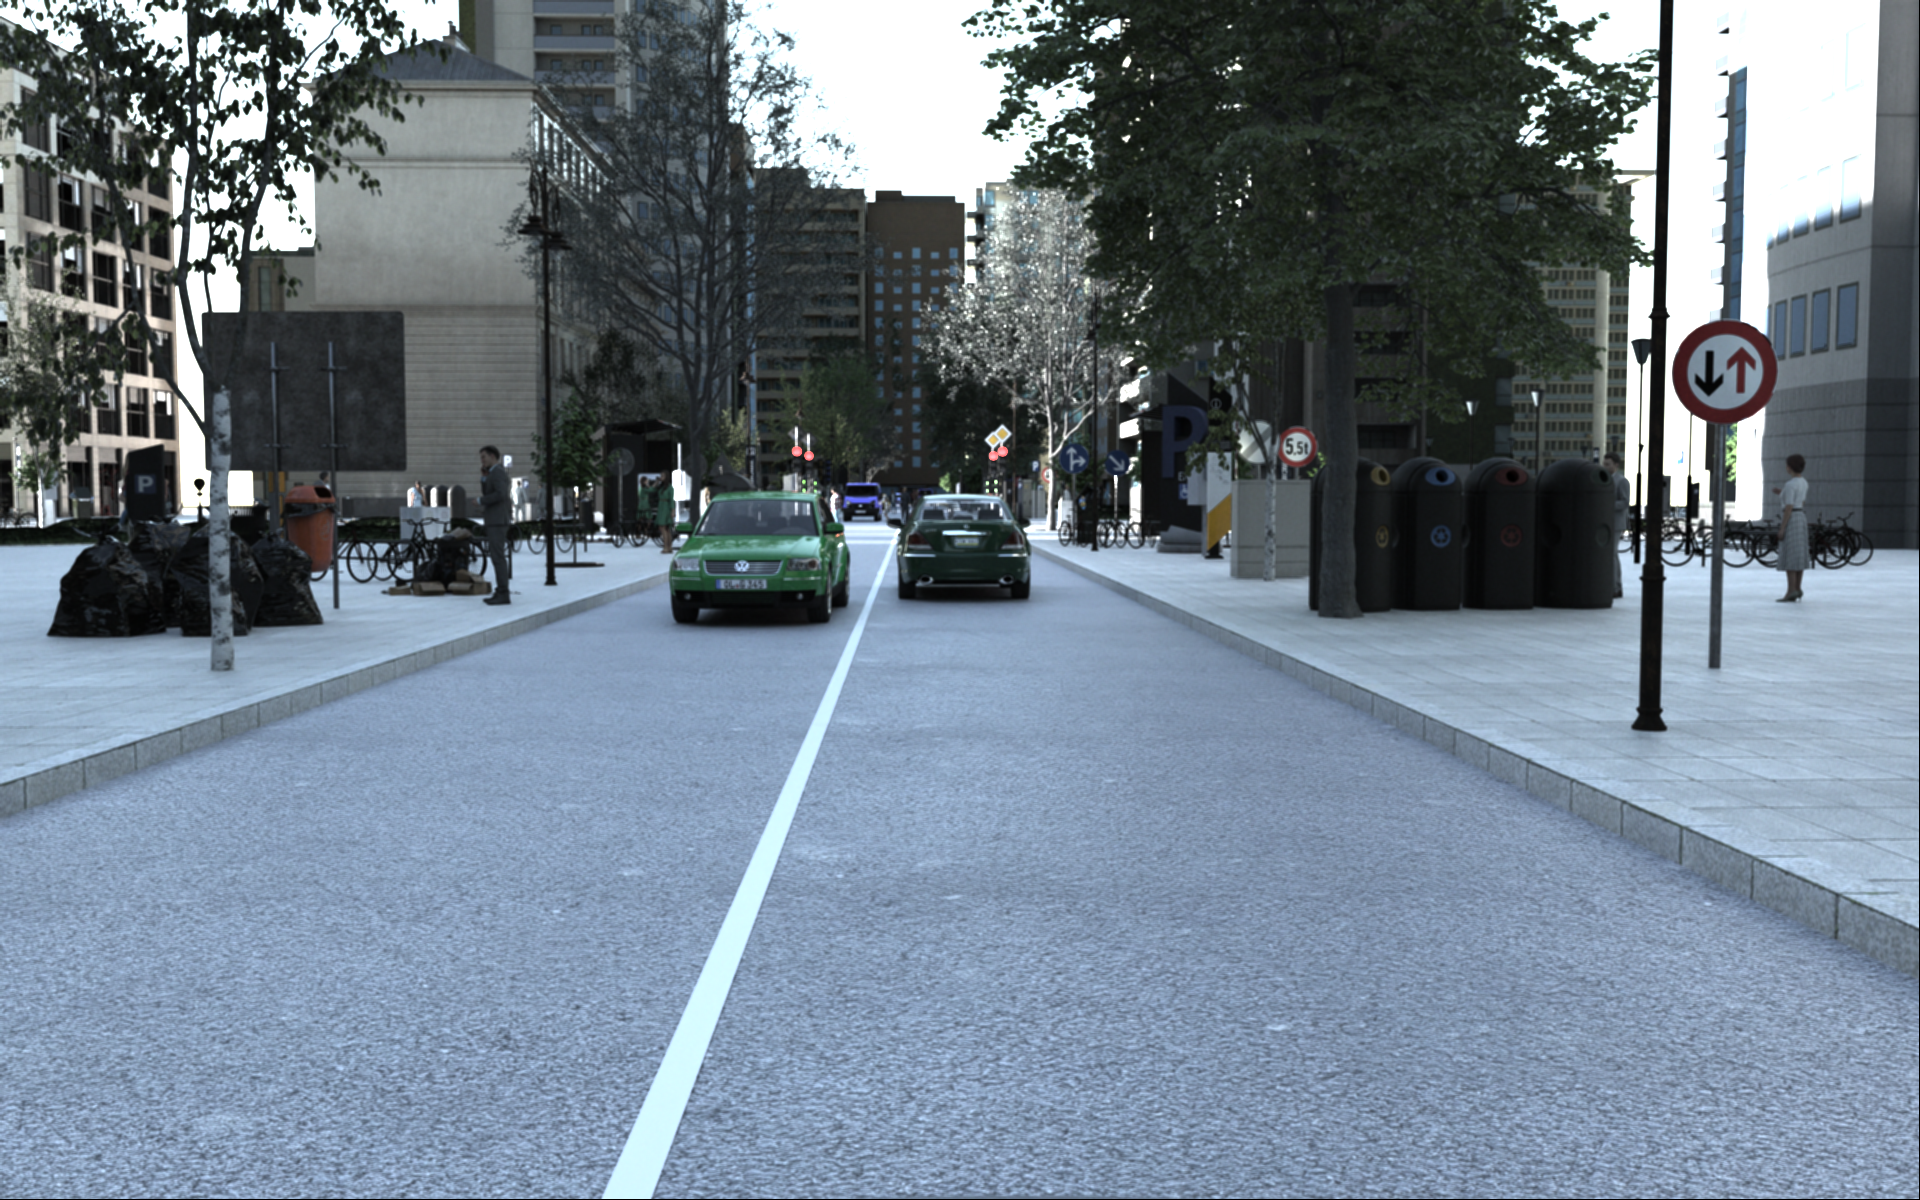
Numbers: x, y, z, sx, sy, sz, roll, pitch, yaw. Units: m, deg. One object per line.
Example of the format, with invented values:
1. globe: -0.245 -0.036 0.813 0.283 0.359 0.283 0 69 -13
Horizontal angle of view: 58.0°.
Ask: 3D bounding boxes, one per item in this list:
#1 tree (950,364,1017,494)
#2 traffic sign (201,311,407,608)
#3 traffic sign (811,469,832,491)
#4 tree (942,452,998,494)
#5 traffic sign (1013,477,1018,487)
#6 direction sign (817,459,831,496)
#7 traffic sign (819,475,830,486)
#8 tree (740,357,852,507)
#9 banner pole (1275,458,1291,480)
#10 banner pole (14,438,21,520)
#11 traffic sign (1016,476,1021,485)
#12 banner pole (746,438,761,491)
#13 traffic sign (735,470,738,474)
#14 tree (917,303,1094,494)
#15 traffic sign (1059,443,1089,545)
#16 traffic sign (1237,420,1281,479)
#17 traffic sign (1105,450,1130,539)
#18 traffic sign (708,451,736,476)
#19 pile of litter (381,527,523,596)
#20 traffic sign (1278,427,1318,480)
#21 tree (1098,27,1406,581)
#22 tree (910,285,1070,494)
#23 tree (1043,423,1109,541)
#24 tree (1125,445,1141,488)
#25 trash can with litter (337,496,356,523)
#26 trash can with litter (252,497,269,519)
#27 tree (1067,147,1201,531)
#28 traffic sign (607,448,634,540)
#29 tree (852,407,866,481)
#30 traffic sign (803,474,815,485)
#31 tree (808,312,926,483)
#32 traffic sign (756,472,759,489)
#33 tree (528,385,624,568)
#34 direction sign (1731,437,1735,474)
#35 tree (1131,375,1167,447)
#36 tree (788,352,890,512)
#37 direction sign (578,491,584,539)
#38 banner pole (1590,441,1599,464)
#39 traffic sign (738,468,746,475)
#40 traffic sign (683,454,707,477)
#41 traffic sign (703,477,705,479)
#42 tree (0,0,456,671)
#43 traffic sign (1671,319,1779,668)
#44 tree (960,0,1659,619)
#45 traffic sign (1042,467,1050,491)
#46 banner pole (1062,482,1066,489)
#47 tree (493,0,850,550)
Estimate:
1. tree: 1.432 -8.972 97.056 4.360 8.622 3.978 0 3 0
2. traffic sign: -7.318 -1.557 19.337 2.265 3.308 0.079 0 4 1
3. traffic sign: -11.162 -9.062 142.036 2.265 3.308 0.079 0 4 -1
4. tree: 1.348 -8.022 114.873 4.285 4.588 4.351 0 3 0
5. traffic sign: 4.297 -7.774 127.216 0.768 2.556 0.104 0 4 7
6. direction sign: -8.770 -7.336 111.942 0.876 3.537 0.379 0 4 6
7. traffic sign: -8.814 -6.892 112.796 0.768 2.556 0.104 0 4 8
8. tree: -8.823 -8.780 93.913 4.737 8.622 4.395 0 3 0
9. banner pole: 12.925 -4.881 69.816 0.863 3.779 0.401 1 4 11
10. banner pole: -41.650 -5.295 76.597 0.401 3.779 0.863 -3 5 -43
11. traffic sign: 4.329 -7.483 122.449 0.768 2.556 0.104 0 3 0
12. banner pole: -9.161 -5.336 77.256 0.863 3.779 0.401 0 4 2
13. traffic sign: -11.582 -5.477 89.546 0.884 2.594 0.081 0 4 -1
14. tree: 2.079 -9.165 84.255 8.767 10.594 7.601 -1 4 -19
15. traffic sign: 2.873 -2.659 43.587 0.768 2.556 0.104 0 4 8
16. traffic sign: 5.157 -1.830 30.026 0.768 2.556 0.104 0 4 2
17. traffic sign: 4.515 -3.045 49.893 0.768 2.556 0.104 0 4 2
18. traffic sign: -7.159 -3.191 52.169 0.884 2.594 0.081 0 4 3
19. pile of litter: -6.543 -0.504 22.208 1.719 0.858 1.176 1 4 20
20. traffic sign: 6.365 -1.999 32.793 0.768 2.556 0.104 0 4 5
21. tree: 4.387 -4.594 25.480 4.737 8.622 4.395 0 3 0
22. tree: 1.655 -12.171 105.657 9.857 13.997 8.962 0 3 0
23. tree: 3.368 -3.235 47.495 1.663 3.219 1.824 0 3 0
24. tree: 11.230 -7.106 99.899 4.285 4.588 4.351 0 3 0
25. trash can with litter: -27.680 -4.034 77.013 2.233 1.210 1.678 -2 4 -31
26. trash can with litter: -25.995 -3.280 65.013 1.055 1.170 0.624 1 4 14
27. tree: 3.349 -9.166 60.230 12.009 13.543 11.850 0 3 0
28. traffic sign: -9.407 -2.928 47.982 0.768 2.556 0.104 0 4 5
29. tree: -8.621 -10.121 115.849 4.737 8.622 4.395 0 3 0
30. traffic sign: -9.142 -6.384 104.476 0.768 2.556 0.104 0 4 2
31. tree: -9.057 -19.790 179.462 12.611 20.169 13.585 0 3 0
32. traffic sign: -11.519 -6.038 98.731 0.884 2.594 0.081 0 4 3
33. tree: -6.735 -2.211 30.745 1.663 3.219 1.824 0 3 0
34. direction sign: 30.767 -4.652 68.051 0.876 3.537 0.379 2 4 33
35. tree: 12.187 -9.540 106.346 4.360 8.622 3.978 0 3 0
36. tree: -9.050 -12.319 127.167 9.928 11.665 9.643 0 3 0
37. direction sign: -10.614 -3.439 48.228 0.379 3.537 0.876 -1 4 -20
38. banner pole: 30.094 -5.641 82.243 0.401 3.779 0.863 -1 4 -12
39. traffic sign: -10.406 -5.126 83.913 0.768 2.556 0.104 0 4 4
40. traffic sign: -8.296 -3.313 54.276 0.768 2.556 0.104 0 4 8
41. traffic sign: -10.067 -4.148 69.943 0.606 2.300 0.079 0 4 7
42. tree: -5.477 -3.807 12.602 4.360 8.622 3.978 0 3 0
43. traffic sign: 5.566 -0.770 12.698 0.768 2.556 0.104 0 4 2
44. tree: 3.539 -6.089 17.680 7.486 12.596 7.792 0 3 0
45. traffic sign: 4.125 -4.850 79.405 0.768 2.556 0.104 0 4 3
46. banner pole: 5.529 -6.234 91.940 0.401 3.779 0.863 1 4 22
47. tree: -5.992 -7.899 39.524 12.009 13.543 11.850 0 3 0
